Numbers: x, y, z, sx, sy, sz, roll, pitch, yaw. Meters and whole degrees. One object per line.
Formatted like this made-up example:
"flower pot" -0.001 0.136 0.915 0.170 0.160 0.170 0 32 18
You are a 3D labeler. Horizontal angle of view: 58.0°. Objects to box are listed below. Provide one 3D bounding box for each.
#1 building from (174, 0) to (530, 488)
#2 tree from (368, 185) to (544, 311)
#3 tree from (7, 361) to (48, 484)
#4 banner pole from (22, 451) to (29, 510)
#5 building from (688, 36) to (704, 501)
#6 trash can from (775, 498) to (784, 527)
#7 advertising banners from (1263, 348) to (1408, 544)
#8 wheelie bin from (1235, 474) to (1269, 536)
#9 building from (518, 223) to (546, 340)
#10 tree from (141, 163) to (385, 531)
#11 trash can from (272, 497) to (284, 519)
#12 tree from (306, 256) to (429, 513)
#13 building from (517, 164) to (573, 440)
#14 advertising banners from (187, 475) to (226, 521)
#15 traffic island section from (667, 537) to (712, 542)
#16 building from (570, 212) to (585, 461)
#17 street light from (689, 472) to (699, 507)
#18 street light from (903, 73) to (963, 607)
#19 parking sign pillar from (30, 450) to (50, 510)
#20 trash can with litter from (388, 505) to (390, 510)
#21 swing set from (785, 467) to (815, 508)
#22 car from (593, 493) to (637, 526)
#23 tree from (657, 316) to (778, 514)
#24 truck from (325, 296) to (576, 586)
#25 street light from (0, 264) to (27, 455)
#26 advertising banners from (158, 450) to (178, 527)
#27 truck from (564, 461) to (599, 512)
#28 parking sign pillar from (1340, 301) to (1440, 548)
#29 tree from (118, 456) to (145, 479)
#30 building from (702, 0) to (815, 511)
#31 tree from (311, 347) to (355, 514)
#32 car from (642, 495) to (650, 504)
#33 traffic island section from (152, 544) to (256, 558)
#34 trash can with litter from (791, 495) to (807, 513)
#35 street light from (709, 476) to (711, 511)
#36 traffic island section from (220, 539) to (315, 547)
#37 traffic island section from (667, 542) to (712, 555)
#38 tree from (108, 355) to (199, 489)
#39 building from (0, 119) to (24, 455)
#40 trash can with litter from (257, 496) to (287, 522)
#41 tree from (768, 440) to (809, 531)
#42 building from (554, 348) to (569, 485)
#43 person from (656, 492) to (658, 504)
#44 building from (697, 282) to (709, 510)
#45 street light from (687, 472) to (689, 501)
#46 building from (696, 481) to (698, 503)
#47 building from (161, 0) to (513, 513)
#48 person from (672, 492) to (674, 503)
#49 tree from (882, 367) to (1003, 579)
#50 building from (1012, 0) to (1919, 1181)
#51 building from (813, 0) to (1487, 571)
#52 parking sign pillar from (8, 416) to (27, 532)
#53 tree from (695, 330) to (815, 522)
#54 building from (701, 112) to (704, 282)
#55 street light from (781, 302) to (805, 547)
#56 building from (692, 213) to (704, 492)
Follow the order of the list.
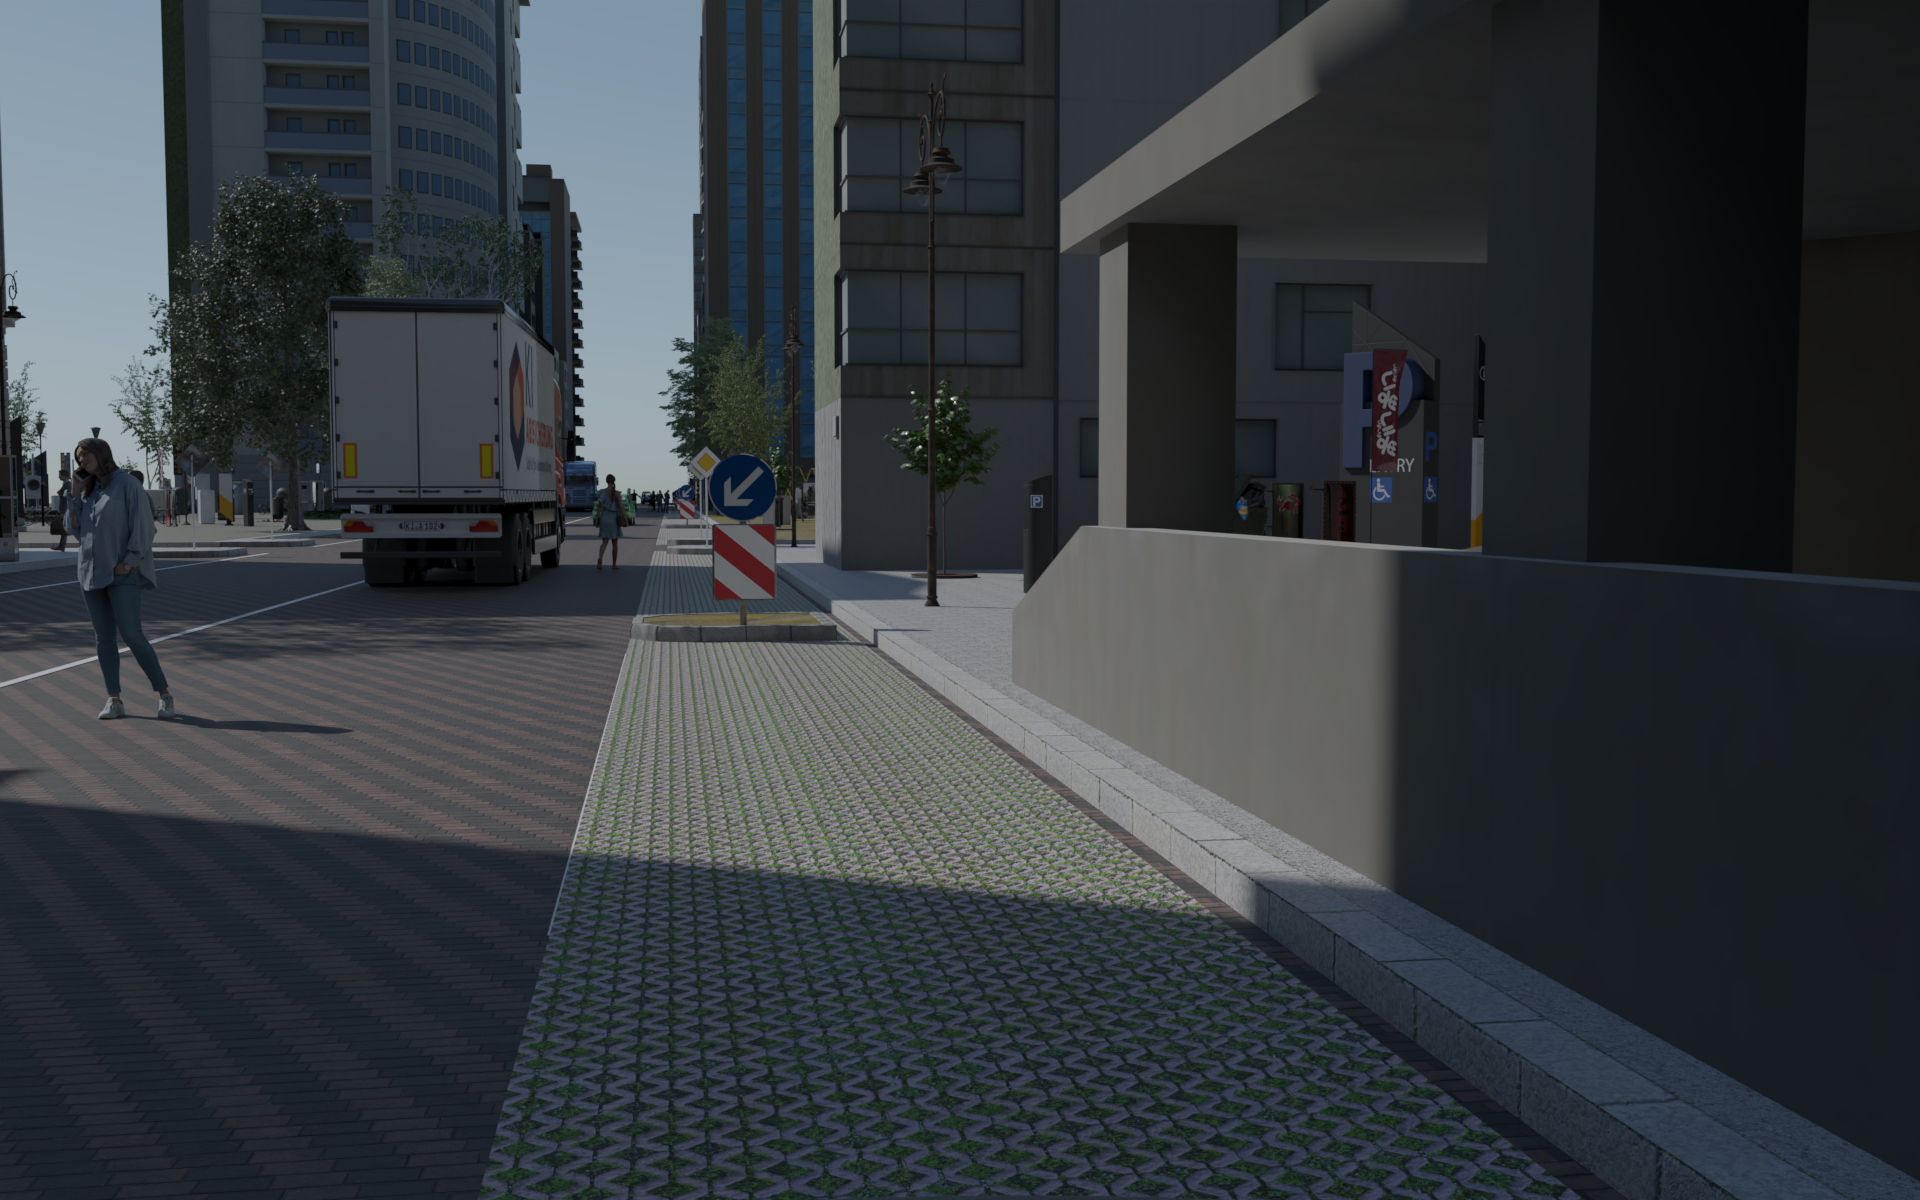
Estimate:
"building" -54.939 -34.895 159.773 28.713 52.752 27.495 -1 4 -9
"tree" -32.605 -15.400 107.678 12.611 20.169 13.585 0 3 0
"tree" -49.303 -8.538 89.952 4.737 8.622 4.395 0 3 0
"banner pole" -53.177 -6.640 98.579 0.401 3.779 0.863 0 4 -4
"building" -32.445 -50.966 271.539 20.563 71.187 20.611 -1 4 -9
"trash can" -7.224 -3.430 67.728 0.748 1.137 0.748 0 3 0
"advertising banners" 4.498 -1.496 20.646 2.074 3.025 0.090 -2 4 -26
"wheelie bin" 4.498 -1.190 27.362 0.693 1.594 0.980 0 4 -6
"building" -51.218 -25.122 182.447 14.160 30.474 14.107 -1 4 -9
"tree" -23.473 -8.777 60.517 9.611 12.733 9.660 0 3 0
"trash can" -34.711 -4.672 88.034 0.748 1.137 0.748 0 3 0
"tree" -27.339 -10.057 82.559 7.486 12.596 7.792 0 3 0
"building" -60.837 -35.973 238.275 14.600 45.320 14.200 -1 4 -9
"advertising banners" -36.595 -5.378 84.123 2.074 3.025 0.090 -3 5 -44
"traffic island section" -7.418 -1.692 49.945 2.009 0.180 2.903 -1 4 -9
"building" -67.857 -36.960 258.912 22.147 44.769 28.867 -1 4 -9
"street light" -32.872 -14.760 214.118 0.468 5.910 1.993 -1 4 -9
"street light" -0.319 -2.865 19.626 0.468 5.910 1.993 -1 4 -9
"parking sign pillar" -56.800 -7.219 106.497 1.447 3.967 1.447 -1 4 -14
"trash can with litter" -27.934 -4.522 85.323 0.624 1.170 1.055 -1 4 -16
"swing set" -10.009 -6.276 100.233 2.862 2.851 3.119 1 4 20
"car" -15.971 -4.361 80.092 1.959 1.807 4.718 0 4 -8
"tree" -15.453 -11.764 110.463 7.486 12.596 7.792 0 3 0
"truck" -8.531 -2.531 30.302 2.839 4.237 11.283 0 4 -8
"street light" -18.783 -3.743 33.989 0.468 5.910 1.993 -1 4 -9
"advertising banners" -31.052 -4.385 67.879 0.090 3.025 2.074 -3 5 -41
"truck" -31.559 -9.584 146.454 2.967 4.110 18.799 -1 4 -8
"parking sign pillar" 5.876 -2.156 23.715 1.447 3.967 1.447 -3 5 -45
"tree" -42.052 -5.676 87.406 1.663 3.219 1.824 0 3 0
"building" -12.778 -29.622 134.430 14.600 45.320 14.200 -1 4 -9
"tree" -26.151 -7.617 74.908 4.360 8.622 3.978 0 3 0
"car" -43.718 -14.115 243.360 1.945 1.354 3.894 0 4 -8
"traffic island section" -17.778 -1.091 40.124 2.009 0.180 2.903 -1 4 -9
"trash can with litter" -11.157 -6.496 117.259 1.678 1.210 2.233 -3 5 -43
"street light" -19.126 -9.743 132.084 0.468 5.910 1.993 -1 4 -9
"traffic island section" -19.098 -1.573 47.999 2.009 0.180 2.903 -1 4 -9
"traffic island section" -6.098 -1.210 42.069 2.009 0.180 2.903 -1 4 -9
"tree" -43.179 -8.703 92.660 4.737 8.622 4.395 0 3 0
"building" -30.342 -11.984 32.097 21.152 22.565 11.583 -1 4 -9
"trash can with litter" -31.501 -4.191 79.581 1.678 1.210 2.233 -3 5 -42
"tree" -6.429 -4.074 61.204 1.663 3.219 1.824 0 3 0
"building" -63.836 -22.714 216.407 27.650 21.520 28.899 -1 4 -9
"person" -45.361 -15.318 259.859 0.541 1.710 0.530 2 4 32
"building" -9.680 -19.132 157.847 27.650 21.520 28.899 -1 4 -9
"street light" -36.622 -16.114 236.243 0.468 5.910 1.993 -1 4 -9
"building" -24.259 -56.223 231.920 22.319 86.520 31.000 -1 4 -9
"building" -46.503 -36.136 132.818 21.231 58.520 28.212 -1 4 -9
"person" -43.107 -15.373 260.574 0.721 1.735 1.217 0 4 7
"tree" -0.112 -1.954 26.548 1.663 3.219 1.824 0 3 0
"building" 17.387 -19.236 6.396 32.217 40.220 23.993 -1 4 -9
"building" 3.803 -21.532 35.639 14.154 41.232 14.086 -1 4 -9
"parking sign pillar" -32.753 -4.324 59.169 1.447 3.967 1.447 -2 4 -29
"tree" -9.398 -7.842 78.578 4.737 8.622 4.395 0 3 0
"building" -16.388 -32.488 185.810 22.147 44.769 28.867 -1 4 -9
"street light" -4.017 -4.218 41.759 0.468 5.910 1.993 -1 4 -9
"building" -32.110 -34.946 254.953 14.154 41.232 14.086 -1 4 -9
